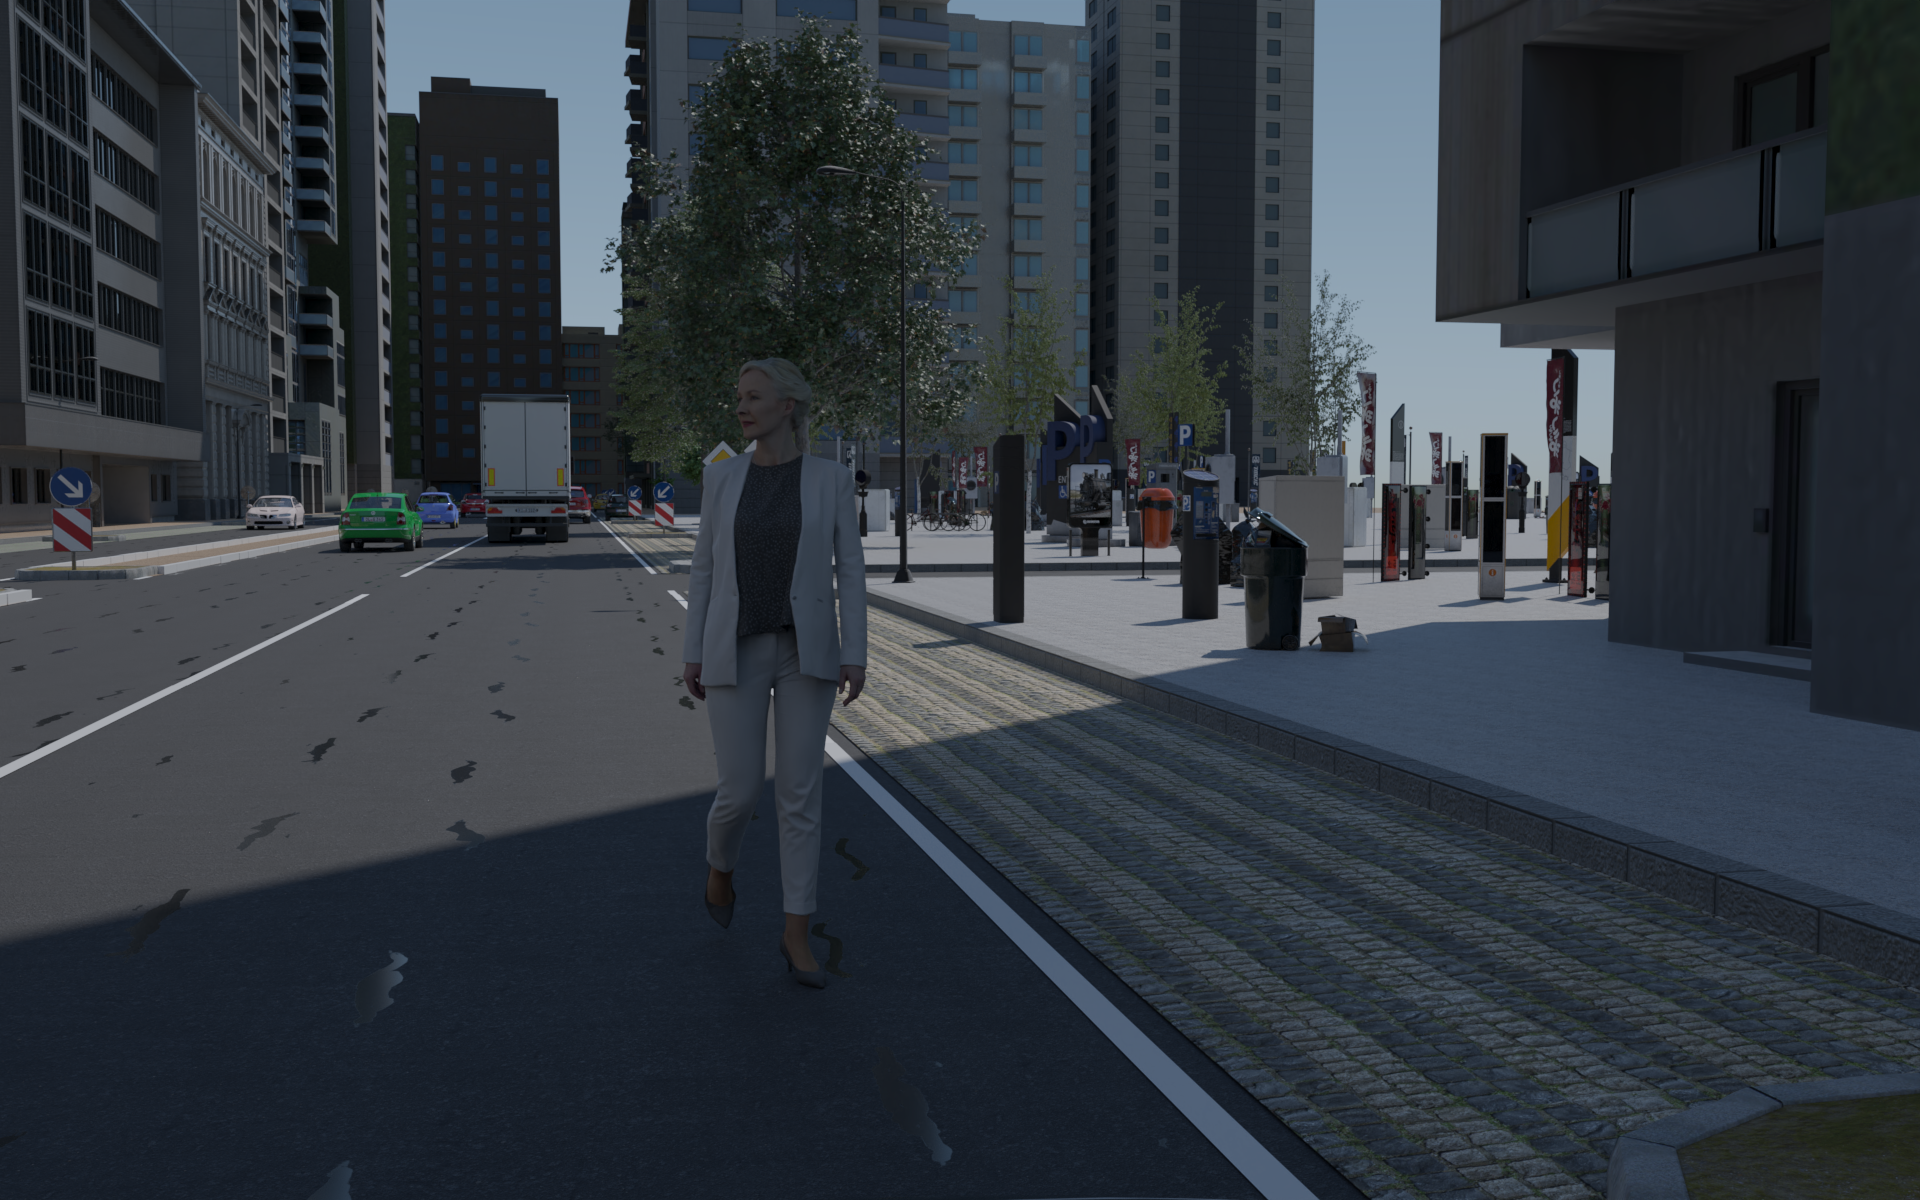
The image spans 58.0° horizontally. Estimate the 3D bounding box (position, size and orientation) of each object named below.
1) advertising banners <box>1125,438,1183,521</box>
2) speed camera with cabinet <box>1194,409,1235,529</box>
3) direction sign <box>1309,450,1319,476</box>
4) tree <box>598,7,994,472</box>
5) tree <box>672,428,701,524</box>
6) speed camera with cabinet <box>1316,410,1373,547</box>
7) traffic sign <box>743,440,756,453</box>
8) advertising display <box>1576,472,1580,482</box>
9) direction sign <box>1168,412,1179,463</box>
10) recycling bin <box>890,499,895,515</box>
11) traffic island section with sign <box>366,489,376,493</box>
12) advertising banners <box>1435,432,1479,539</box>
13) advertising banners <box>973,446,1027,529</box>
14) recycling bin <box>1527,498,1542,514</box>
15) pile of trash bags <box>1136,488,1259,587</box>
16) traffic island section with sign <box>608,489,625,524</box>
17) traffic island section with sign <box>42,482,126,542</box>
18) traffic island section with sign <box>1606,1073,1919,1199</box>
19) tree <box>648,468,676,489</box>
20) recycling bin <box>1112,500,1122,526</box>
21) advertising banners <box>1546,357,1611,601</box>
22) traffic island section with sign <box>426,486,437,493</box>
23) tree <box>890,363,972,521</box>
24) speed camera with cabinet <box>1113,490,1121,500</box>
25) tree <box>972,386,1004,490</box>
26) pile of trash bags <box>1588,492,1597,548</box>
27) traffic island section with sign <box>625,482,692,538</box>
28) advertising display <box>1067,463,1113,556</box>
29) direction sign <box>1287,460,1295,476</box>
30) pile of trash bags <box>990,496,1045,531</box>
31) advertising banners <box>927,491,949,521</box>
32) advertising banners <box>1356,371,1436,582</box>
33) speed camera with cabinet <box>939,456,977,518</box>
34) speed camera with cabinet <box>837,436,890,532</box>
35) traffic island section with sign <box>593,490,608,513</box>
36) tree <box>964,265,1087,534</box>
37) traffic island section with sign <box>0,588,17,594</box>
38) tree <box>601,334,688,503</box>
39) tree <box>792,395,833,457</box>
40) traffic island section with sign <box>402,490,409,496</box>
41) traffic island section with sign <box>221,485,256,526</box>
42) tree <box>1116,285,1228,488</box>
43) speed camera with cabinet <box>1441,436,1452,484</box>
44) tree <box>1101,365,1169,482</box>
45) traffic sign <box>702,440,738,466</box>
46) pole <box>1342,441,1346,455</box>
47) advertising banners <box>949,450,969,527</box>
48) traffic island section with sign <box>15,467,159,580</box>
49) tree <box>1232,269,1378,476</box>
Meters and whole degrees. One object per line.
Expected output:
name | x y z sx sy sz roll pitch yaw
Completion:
advertising banners | 6.145 -3.553 54.272 2.074 3.025 0.090 1 4 23
speed camera with cabinet | 6.006 -2.869 41.242 0.660 3.252 2.038 0 4 -6
direction sign | 18.232 -5.891 88.319 0.876 3.537 0.379 2 4 29
tree | -3.789 -7.607 41.386 9.611 12.733 9.660 0 3 0
tree | -10.639 -5.501 73.653 4.285 4.588 4.351 0 3 0
speed camera with cabinet | 9.169 -2.890 41.586 0.660 3.252 2.038 2 4 32
traffic sign | -2.675 -1.280 24.565 0.795 2.450 0.064 -1 4 -13
advertising display | 17.312 -2.710 49.521 0.974 1.923 0.123 -2 4 -29
direction sign | 5.926 -3.432 48.106 0.379 3.537 0.876 -1 4 -9
recycling bin | -3.854 -5.151 96.768 0.722 1.027 0.722 1 4 13
traffic island section with sign | -43.507 -7.303 128.037 1.989 1.847 2.006 -1 4 -13
advertising banners | 14.070 -3.246 49.266 2.074 3.025 0.090 -2 4 -30
advertising banners | 1.524 -4.127 63.660 2.074 3.025 0.090 0 4 2
recycling bin | 37.864 -6.221 114.271 0.722 1.027 0.722 -2 4 -30
pile of trash bags | 3.795 -0.950 25.279 1.912 1.369 3.447 -3 4 -36
traffic island section with sign | -15.731 -4.552 83.057 1.989 1.847 2.006 -1 4 -13
traffic island section with sign | -26.663 -2.704 52.846 1.989 1.847 2.006 -1 4 -13
traffic island section with sign | 2.226 0.357 2.798 1.989 1.847 2.006 -1 4 -13
tree | -18.632 -7.021 109.398 1.663 3.219 1.824 0 3 0
recycling bin | 6.082 -3.476 69.379 0.722 1.027 0.722 0 4 -8
advertising banners | 7.732 -1.553 21.581 0.090 3.025 2.074 0 4 -5
traffic island section with sign | -31.478 -5.805 103.046 2.006 1.907 1.989 -1 4 -13
tree | -1.821 -7.815 78.136 4.360 8.622 3.978 0 3 0
speed camera with cabinet | 6.249 -5.120 78.045 2.038 3.252 0.660 -2 4 -23
tree | 0.096 -8.940 96.531 4.360 8.622 3.978 0 3 0
pile of trash bags | 16.008 -2.019 42.758 1.912 1.369 3.447 1 4 12
traffic island section with sign | -9.848 -2.943 56.749 1.989 1.847 2.006 -1 4 -13
advertising display | 2.679 -1.868 35.752 0.974 1.923 0.123 -1 4 -17
direction sign | 21.956 -7.512 114.820 0.379 3.537 0.876 3 5 45
pile of trash bags | 2.664 -3.148 61.230 3.447 1.369 1.912 1 4 12
advertising banners | -0.542 -5.225 81.609 2.074 3.025 0.090 -1 4 -19
advertising banners | 6.358 -1.789 25.431 0.090 3.025 2.074 3 5 44
speed camera with cabinet | -0.108 -5.908 90.938 2.038 3.252 0.660 0 4 1
speed camera with cabinet | -3.459 -3.989 59.549 2.038 3.252 0.660 1 4 12
traffic island section with sign | -32.524 -9.139 158.052 1.989 1.847 2.006 -1 4 -13
tree | 2.197 -6.476 56.251 4.737 8.622 4.395 0 3 0
traffic island section with sign | -13.445 -0.878 22.487 2.006 1.907 1.989 -1 4 -13
tree | -17.622 -10.250 101.997 7.601 10.594 8.767 -1 4 -15
tree | -6.946 -7.835 78.472 4.737 8.622 4.395 0 3 0
traffic island section with sign | -49.385 -8.912 154.346 1.989 1.847 2.006 -1 4 -13
traffic island section with sign | -32.550 -4.313 79.153 1.989 1.847 2.006 -1 4 -13
tree | 7.619 -6.821 61.884 4.737 8.622 4.395 0 3 0
speed camera with cabinet | 16.312 -4.008 59.860 0.660 3.252 2.038 -1 4 -23
tree | 9.817 -9.061 98.511 4.360 8.622 3.978 0 3 0
traffic sign | -4.419 -1.756 32.358 0.795 2.450 0.064 -1 4 -13
pole | 14.656 -4.428 66.240 0.158 3.312 0.155 0 3 0
advertising banners | -0.044 -4.428 68.592 0.090 3.025 2.074 -1 4 -15
traffic island section with sign | -15.053 -1.320 29.718 2.006 1.907 1.989 -1 4 -13
tree | 11.150 -6.475 56.236 4.360 8.622 3.978 0 3 0
